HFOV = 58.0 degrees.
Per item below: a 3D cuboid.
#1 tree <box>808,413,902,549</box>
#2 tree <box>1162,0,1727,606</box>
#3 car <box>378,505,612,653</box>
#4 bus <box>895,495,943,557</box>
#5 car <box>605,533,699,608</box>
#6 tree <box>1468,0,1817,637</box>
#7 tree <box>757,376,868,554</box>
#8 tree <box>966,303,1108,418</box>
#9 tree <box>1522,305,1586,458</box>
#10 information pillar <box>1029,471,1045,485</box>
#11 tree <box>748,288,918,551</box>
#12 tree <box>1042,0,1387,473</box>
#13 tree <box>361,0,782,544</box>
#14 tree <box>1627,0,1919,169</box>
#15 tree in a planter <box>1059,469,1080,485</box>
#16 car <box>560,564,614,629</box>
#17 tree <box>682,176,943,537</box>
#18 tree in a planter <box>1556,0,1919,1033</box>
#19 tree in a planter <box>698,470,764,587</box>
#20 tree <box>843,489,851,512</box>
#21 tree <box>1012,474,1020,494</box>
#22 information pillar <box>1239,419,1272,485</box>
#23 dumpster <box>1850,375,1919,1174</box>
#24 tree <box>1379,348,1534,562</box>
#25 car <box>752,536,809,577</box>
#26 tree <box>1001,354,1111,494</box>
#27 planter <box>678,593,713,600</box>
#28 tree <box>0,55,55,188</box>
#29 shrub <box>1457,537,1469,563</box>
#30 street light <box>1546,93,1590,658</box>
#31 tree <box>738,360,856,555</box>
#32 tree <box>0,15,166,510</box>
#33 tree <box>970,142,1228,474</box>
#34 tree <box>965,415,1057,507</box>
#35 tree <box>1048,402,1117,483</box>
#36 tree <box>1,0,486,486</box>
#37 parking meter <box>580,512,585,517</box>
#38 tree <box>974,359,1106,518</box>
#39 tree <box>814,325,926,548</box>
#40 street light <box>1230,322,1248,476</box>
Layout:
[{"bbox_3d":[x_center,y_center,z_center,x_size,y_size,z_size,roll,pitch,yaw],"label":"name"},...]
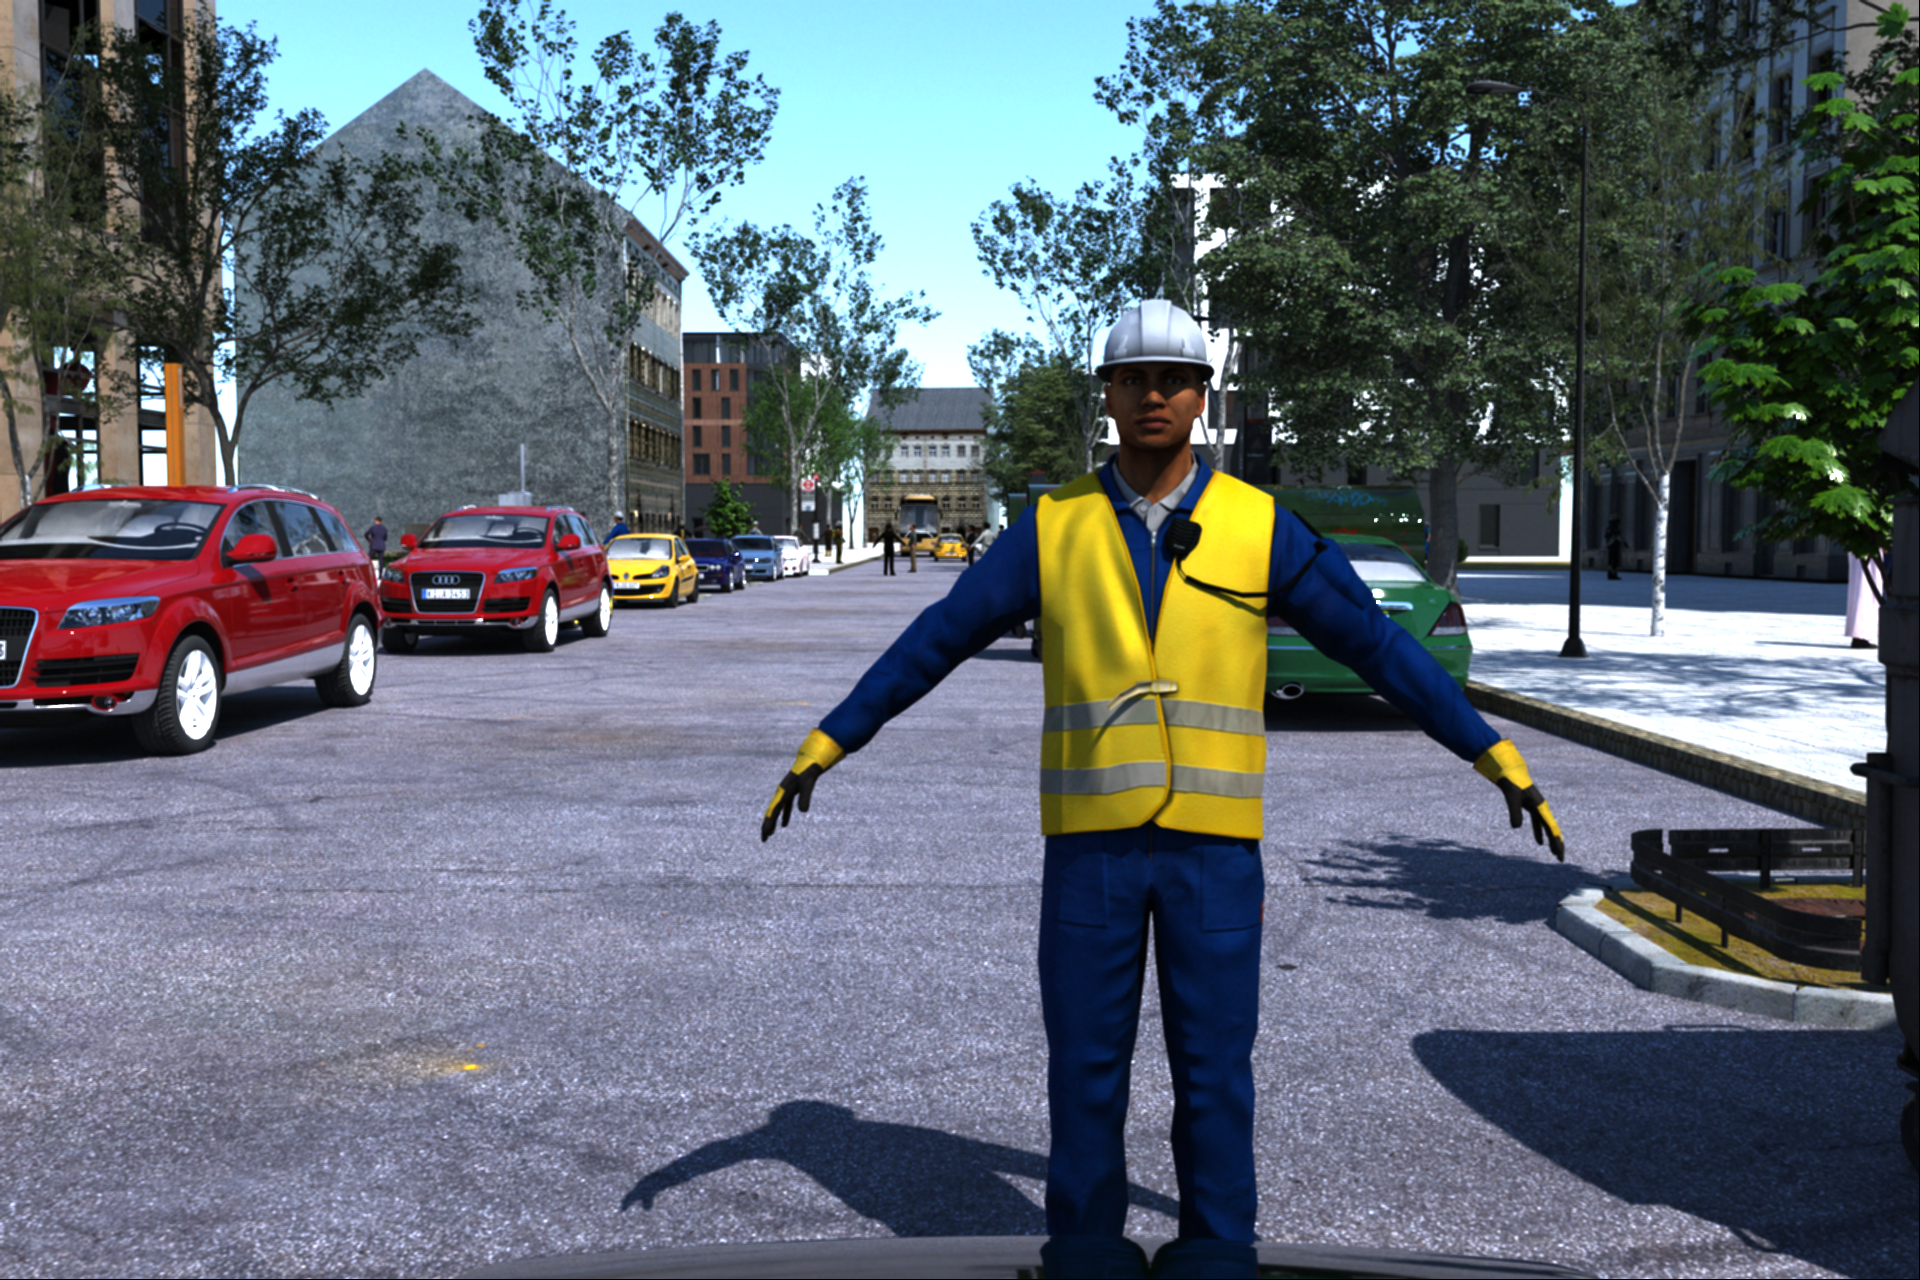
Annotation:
[{"bbox_3d":[-8.973,-13.408,144.982,9.928,11.665,9.643,0,3,0],"label":"tree"},{"bbox_3d":[8.568,-7.590,30.748,9.857,13.997,8.962,0,3,0],"label":"tree"},{"bbox_3d":[-5.945,-0.854,22.633,2.281,1.827,5.304,0,4,0],"label":"car"},{"bbox_3d":[-2.532,-7.340,111.562,2.896,3.916,12.252,0,4,0],"label":"bus"},{"bbox_3d":[-6.326,-1.498,34.721,2.015,1.641,3.980,0,4,0],"label":"car"},{"bbox_3d":[8.729,-4.332,21.188,4.360,8.622,3.978,0,3,0],"label":"tree"},{"bbox_3d":[-9.657,-11.515,114.019,9.928,11.665,9.643,0,3,0],"label":"tree"},{"bbox_3d":[7.150,-17.447,141.154,12.611,20.169,13.585,0,3,0],"label":"tree"},{"bbox_3d":[25.656,-8.697,67.953,9.928,11.665,9.643,0,3,0],"label":"tree"},{"bbox_3d":[3.208,-5.044,71.852,0.750,3.857,0.750,0,3,0],"label":"information pillar"},{"bbox_3d":[-9.473,-16.760,129.913,12.611,20.169,13.585,0,3,0],"label":"tree"},{"bbox_3d":[9.050,-12.513,60.479,12.611,20.169,13.585,0,3,0],"label":"tree"},{"bbox_3d":[-13.343,-12.434,59.185,12.611,20.169,13.585,0,3,0],"label":"tree"},{"bbox_3d":[8.846,-4.714,11.489,8.767,10.594,7.601,2,4,25],"label":"tree"},{"bbox_3d":[3.194,-3.050,47.088,1.991,3.239,1.994,0,4,-1],"label":"tree in a planter"},{"bbox_3d":[-6.599,-1.077,27.204,1.945,1.707,3.694,0,4,0],"label":"car"},{"bbox_3d":[-7.787,-14.409,91.476,12.611,20.169,13.585,0,3,0],"label":"tree"},{"bbox_3d":[3.154,-0.525,5.801,1.991,3.239,1.994,0,3,0],"label":"tree in a planter"},{"bbox_3d":[-6.498,-3.111,48.088,1.991,3.239,1.994,0,4,0],"label":"tree in a planter"},{"bbox_3d":[-21.313,-21.309,258.778,12.009,13.543,11.850,0,3,0],"label":"tree"},{"bbox_3d":[5.436,-12.558,155.681,4.360,8.622,3.978,0,3,0],"label":"tree"},{"bbox_3d":[6.680,-3.048,39.205,0.750,3.857,0.750,0,3,0],"label":"information pillar"},{"bbox_3d":[2.884,0.299,3.327,1.865,1.857,1.264,0,4,-1],"label":"dumpster"},{"bbox_3d":[22.234,-8.793,78.184,7.601,10.594,8.767,1,4,21],"label":"tree"},{"bbox_3d":[-6.180,-2.847,58.913,2.083,1.381,4.827,0,4,0],"label":"car"},{"bbox_3d":[6.202,-11.719,109.730,7.486,12.596,7.792,0,3,0],"label":"tree"},{"bbox_3d":[-6.550,-1.057,38.429,1.991,0.319,1.994,0,3,0],"label":"planter"},{"bbox_3d":[-12.247,-4.903,14.575,7.601,10.594,8.767,3,5,39],"label":"tree"},{"bbox_3d":[22.297,-4.062,77.526,1.383,1.207,1.383,0,3,0],"label":"shrub"},{"bbox_3d":[6.961,-2.776,17.933,1.470,5.913,1.316,0,4,0],"label":"street light"},{"bbox_3d":[-9.822,-10.939,104.613,9.928,11.665,9.643,0,3,0],"label":"tree"},{"bbox_3d":[-12.427,-4.456,23.217,4.360,8.622,3.978,0,3,0],"label":"tree"},{"bbox_3d":[7.584,-13.882,82.852,12.611,20.169,13.585,0,3,0],"label":"tree"},{"bbox_3d":[5.626,-15.490,163.637,12.009,13.543,11.850,0,3,0],"label":"tree"},{"bbox_3d":[6.260,-8.942,96.556,4.360,8.622,3.978,0,3,0],"label":"tree"},{"bbox_3d":[-12.496,-5.837,29.853,8.767,10.594,7.601,-1,4,-16],"label":"tree"},{"bbox_3d":[-10.039,-2.431,45.463,0.399,1.863,0.255,0,4,1],"label":"parking meter"},{"bbox_3d":[5.986,-13.268,123.586,9.857,13.997,8.962,0,3,0],"label":"tree"},{"bbox_3d":[-10.221,-18.523,158.746,12.611,20.169,13.585,0,3,0],"label":"tree"},{"bbox_3d":[6.640,-3.943,37.006,1.470,5.913,1.316,0,4,0],"label":"street light"}]
